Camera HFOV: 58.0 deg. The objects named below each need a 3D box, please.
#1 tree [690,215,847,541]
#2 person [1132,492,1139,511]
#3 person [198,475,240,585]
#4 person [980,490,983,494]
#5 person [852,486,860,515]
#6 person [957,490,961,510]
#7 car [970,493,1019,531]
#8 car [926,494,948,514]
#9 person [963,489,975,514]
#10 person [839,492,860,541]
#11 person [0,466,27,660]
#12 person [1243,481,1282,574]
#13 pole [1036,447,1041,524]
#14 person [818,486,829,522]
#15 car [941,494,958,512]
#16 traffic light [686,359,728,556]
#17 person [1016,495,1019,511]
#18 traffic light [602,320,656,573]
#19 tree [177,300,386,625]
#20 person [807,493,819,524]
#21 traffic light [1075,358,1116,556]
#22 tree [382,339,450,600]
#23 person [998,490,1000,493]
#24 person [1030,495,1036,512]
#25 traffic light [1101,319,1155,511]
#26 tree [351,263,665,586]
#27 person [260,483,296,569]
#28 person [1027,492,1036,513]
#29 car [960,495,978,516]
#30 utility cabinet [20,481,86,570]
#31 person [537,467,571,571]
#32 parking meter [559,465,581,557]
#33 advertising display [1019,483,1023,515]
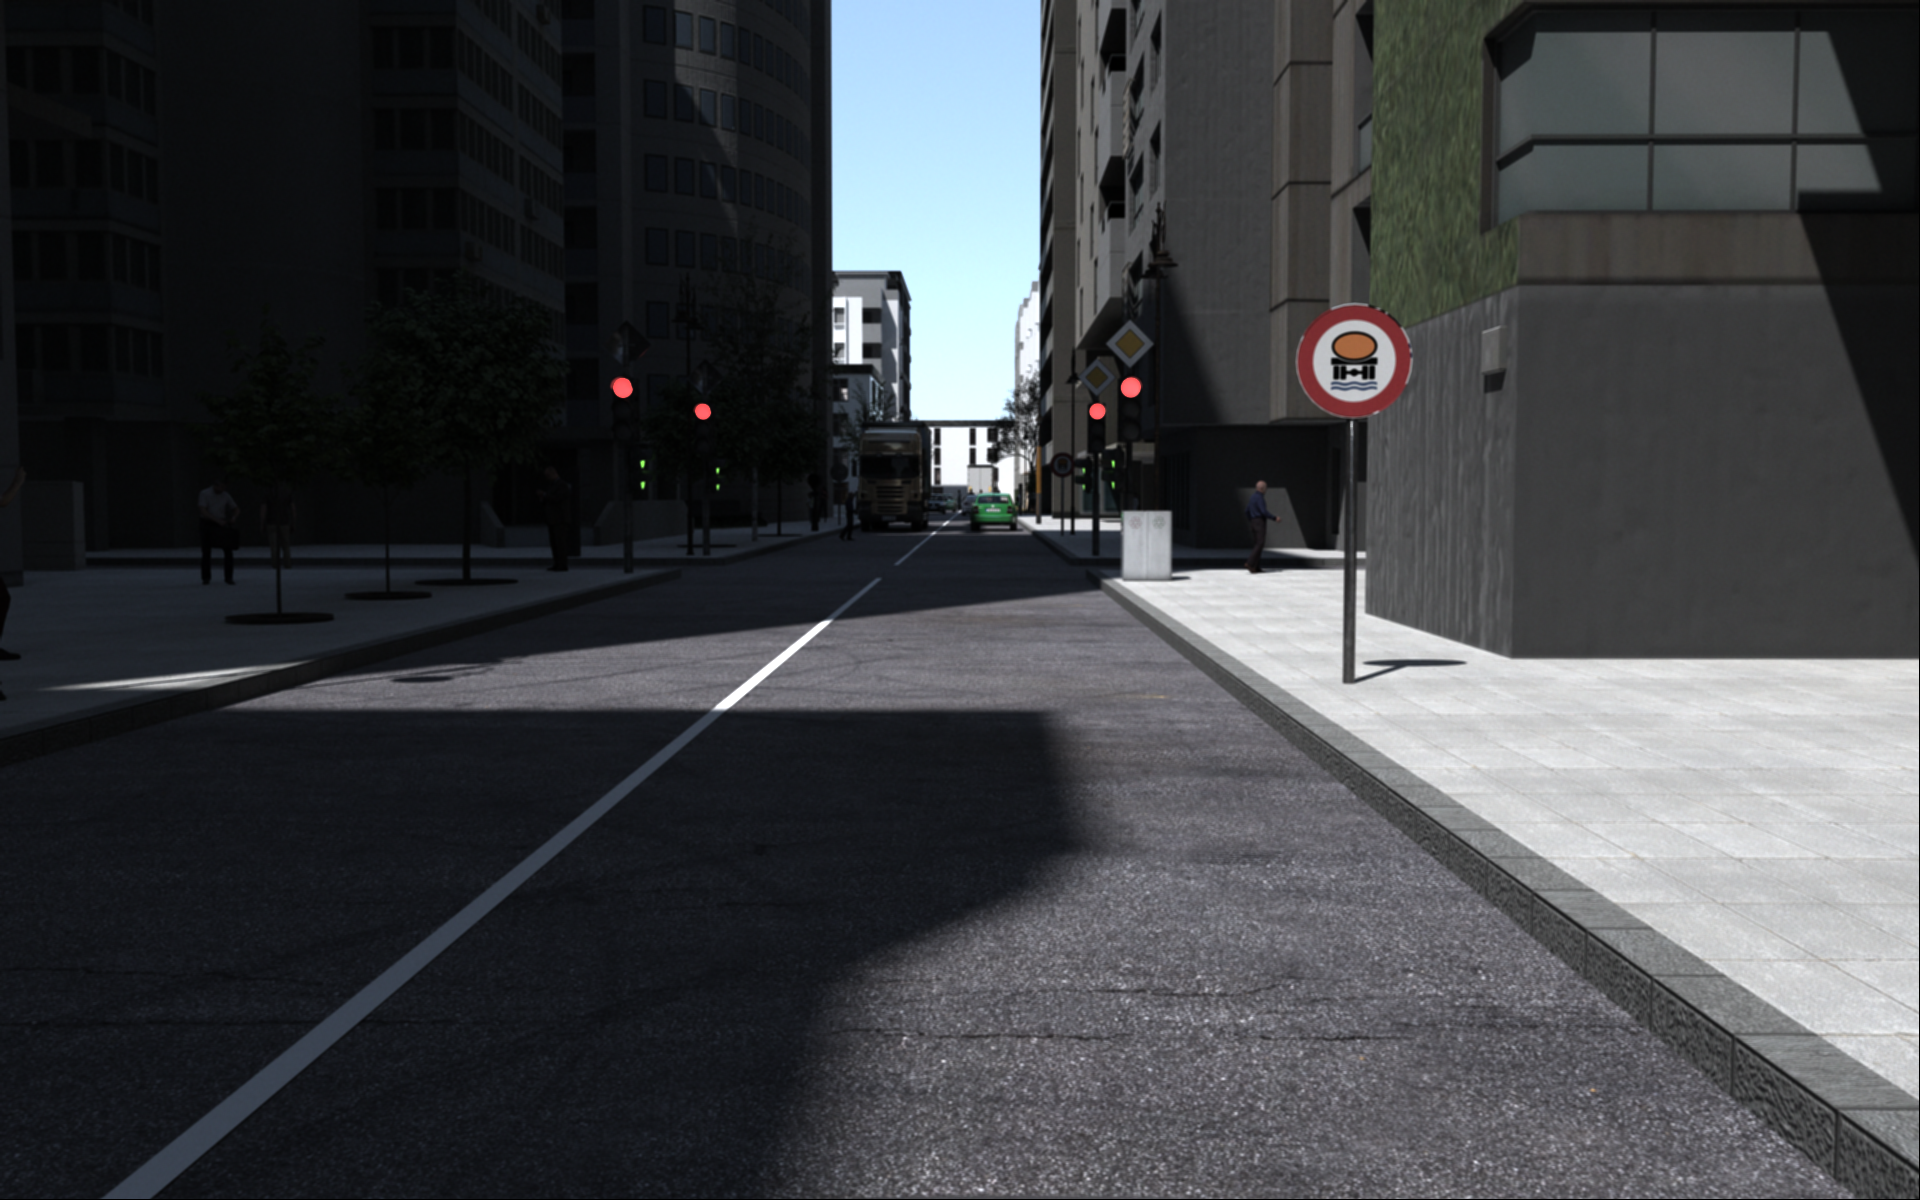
[{"bbox_3d":[-5.362,-5.901,46.847,4.360,8.622,3.978,0,3,0],"label":"tree"},{"bbox_3d":[5.113,-2.530,51.313,0.340,1.345,0.435,1,4,8],"label":"person"},{"bbox_3d":[-10.493,-0.998,24.570,0.590,1.554,0.614,3,5,42],"label":"person"},{"bbox_3d":[1.931,-9.011,155.763,0.705,1.831,1.348,1,4,12],"label":"person"},{"bbox_3d":[-6.067,-5.954,103.949,0.990,1.755,0.434,0,4,6],"label":"person"},{"bbox_3d":[-0.087,-9.323,160.920,0.705,1.826,1.348,1,4,10],"label":"person"},{"bbox_3d":[1.361,-3.644,68.370,1.959,1.807,4.718,0,4,3],"label":"car"},{"bbox_3d":[-1.868,-6.933,123.139,2.009,1.686,4.222,0,4,-1],"label":"car"},{"bbox_3d":[0.806,-7.143,125.427,1.348,1.807,0.705,0,4,4],"label":"person"},{"bbox_3d":[-3.363,-2.586,53.476,0.600,1.496,0.574,1,4,23],"label":"person"},{"bbox_3d":[-7.550,-0.363,13.431,0.566,1.644,0.517,0,4,-4],"label":"person"},{"bbox_3d":[4.918,-1.186,28.130,0.600,1.496,0.574,1,4,12],"label":"person"},{"bbox_3d":[3.384,-4.927,74.392,0.158,3.312,0.155,0,3,0],"label":"pole"},{"bbox_3d":[-6.252,-4.336,78.405,0.593,1.643,0.415,-1,4,-12],"label":"person"},{"bbox_3d":[-1.245,-7.746,138.450,2.131,1.459,4.920,0,4,1],"label":"car"},{"bbox_3d":[-5.272,-2.881,36.017,0.839,4.253,0.868,0,4,1],"label":"traffic light"},{"bbox_3d":[4.629,-7.665,134.598,0.421,1.427,0.697,2,4,33],"label":"person"},{"bbox_3d":[-5.371,-2.392,28.033,0.839,4.253,0.868,0,4,1],"label":"traffic light"},{"bbox_3d":[-6.967,-1.402,17.523,1.663,3.219,1.824,0,3,0],"label":"tree"},{"bbox_3d":[-6.260,-3.895,73.632,0.435,1.345,0.340,-3,5,-44],"label":"person"},{"bbox_3d":[2.809,-2.875,35.934,0.839,4.253,0.868,0,4,1],"label":"traffic light"},{"bbox_3d":[-7.115,-1.643,21.470,1.663,3.219,1.824,0,3,0],"label":"tree"},{"bbox_3d":[2.799,-7.154,126.387,0.541,1.710,0.530,-3,5,-40],"label":"person"},{"bbox_3d":[5.138,-6.852,121.307,0.421,1.427,0.697,1,4,9],"label":"person"},{"bbox_3d":[2.710,-2.387,27.949,0.839,4.253,0.868,0,4,1],"label":"traffic light"},{"bbox_3d":[-7.114,-2.509,24.741,4.285,4.588,4.351,0,3,0],"label":"tree"},{"bbox_3d":[-11.979,-1.333,30.423,0.598,1.807,0.434,-2,4,-29],"label":"person"},{"bbox_3d":[5.030,-6.806,118.103,1.217,1.735,0.721,-3,4,-36],"label":"person"},{"bbox_3d":[1.032,-6.297,115.319,2.083,1.381,4.827,0,4,-1],"label":"car"},{"bbox_3d":[-15.334,-1.249,29.104,1.173,1.500,0.318,0,4,8],"label":"utility cabinet"},{"bbox_3d":[-6.775,-1.354,28.865,0.565,1.739,0.600,2,4,24],"label":"person"},{"bbox_3d":[-7.990,-1.817,35.418,0.399,1.863,0.255,1,4,11],"label":"parking meter"},{"bbox_3d":[3.692,-6.135,105.519,0.123,1.923,0.974,0,4,-5],"label":"advertising display"}]
